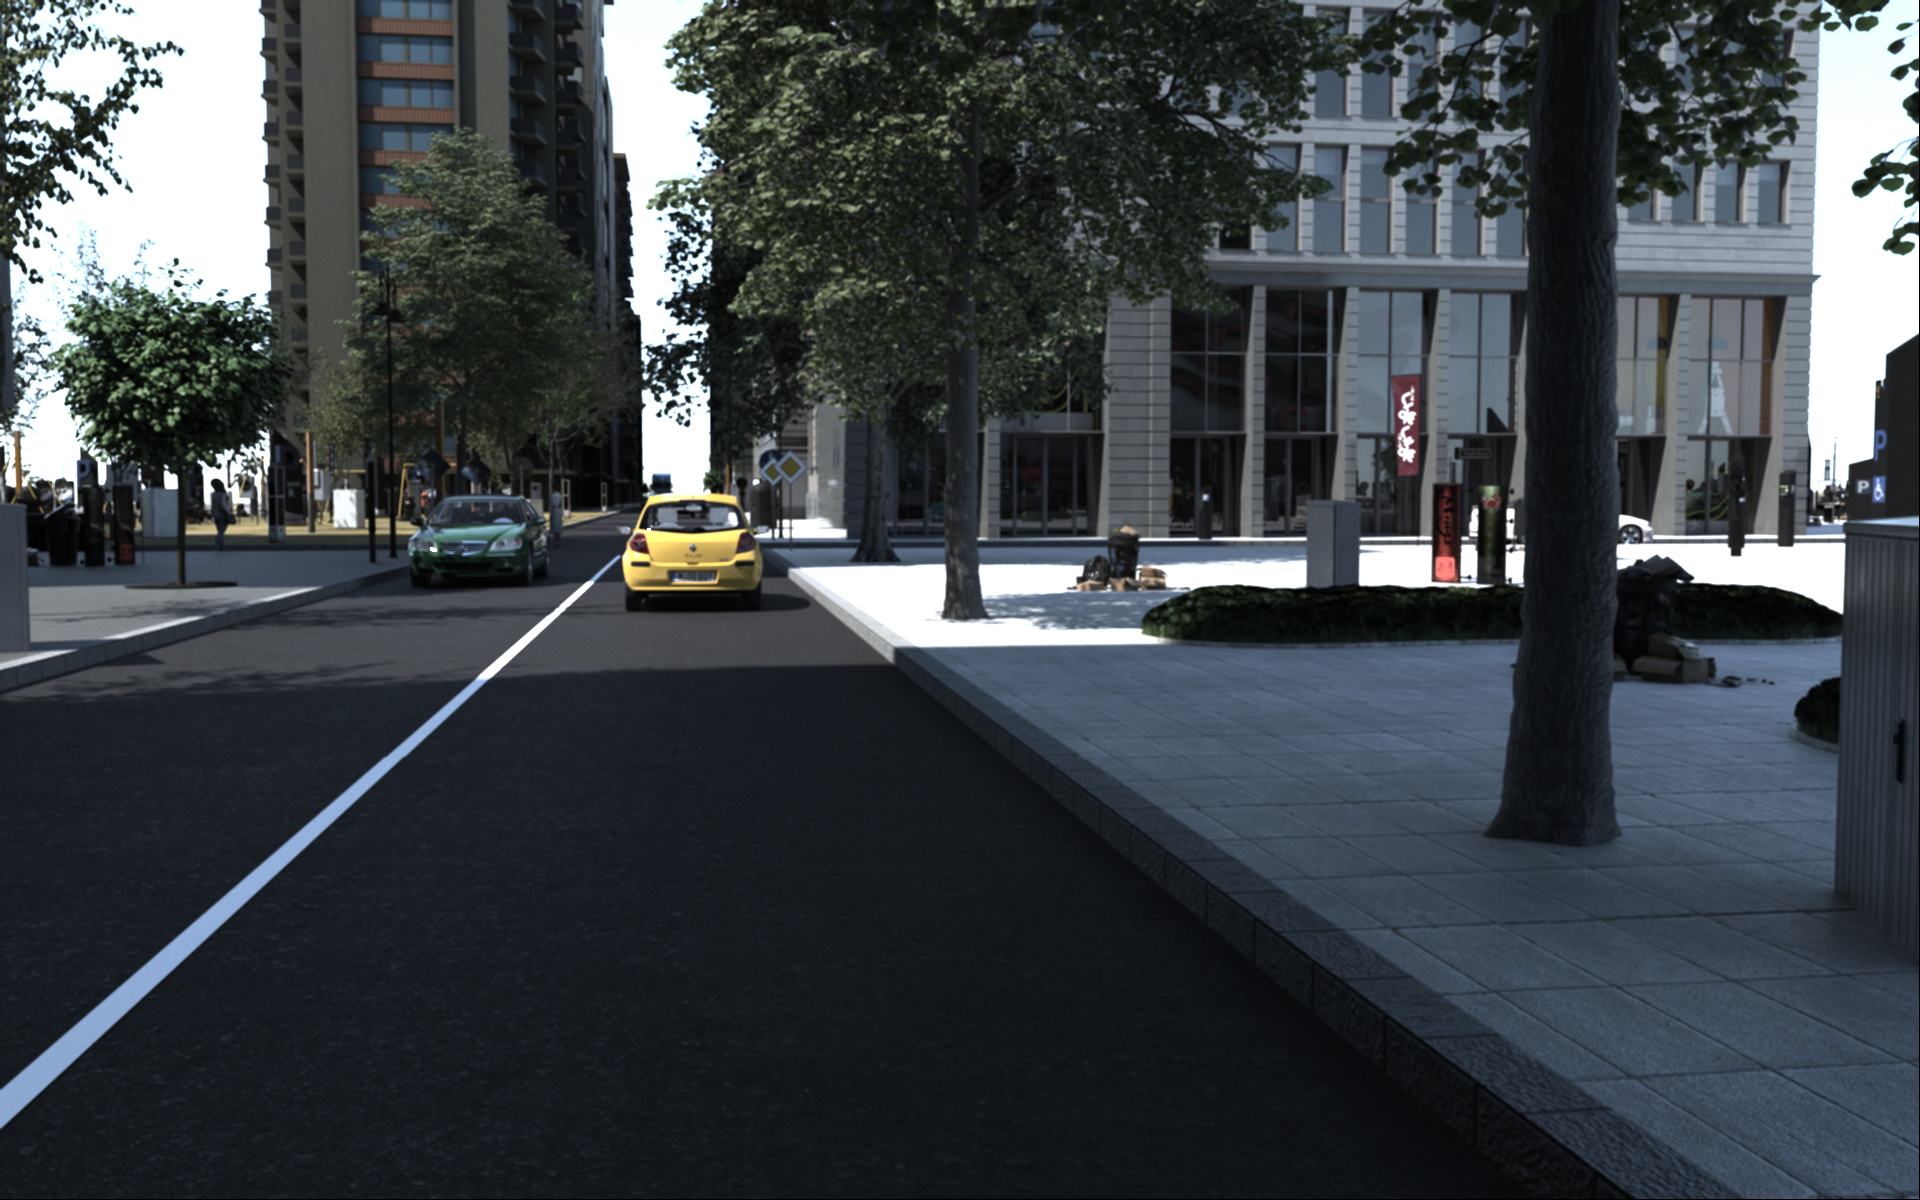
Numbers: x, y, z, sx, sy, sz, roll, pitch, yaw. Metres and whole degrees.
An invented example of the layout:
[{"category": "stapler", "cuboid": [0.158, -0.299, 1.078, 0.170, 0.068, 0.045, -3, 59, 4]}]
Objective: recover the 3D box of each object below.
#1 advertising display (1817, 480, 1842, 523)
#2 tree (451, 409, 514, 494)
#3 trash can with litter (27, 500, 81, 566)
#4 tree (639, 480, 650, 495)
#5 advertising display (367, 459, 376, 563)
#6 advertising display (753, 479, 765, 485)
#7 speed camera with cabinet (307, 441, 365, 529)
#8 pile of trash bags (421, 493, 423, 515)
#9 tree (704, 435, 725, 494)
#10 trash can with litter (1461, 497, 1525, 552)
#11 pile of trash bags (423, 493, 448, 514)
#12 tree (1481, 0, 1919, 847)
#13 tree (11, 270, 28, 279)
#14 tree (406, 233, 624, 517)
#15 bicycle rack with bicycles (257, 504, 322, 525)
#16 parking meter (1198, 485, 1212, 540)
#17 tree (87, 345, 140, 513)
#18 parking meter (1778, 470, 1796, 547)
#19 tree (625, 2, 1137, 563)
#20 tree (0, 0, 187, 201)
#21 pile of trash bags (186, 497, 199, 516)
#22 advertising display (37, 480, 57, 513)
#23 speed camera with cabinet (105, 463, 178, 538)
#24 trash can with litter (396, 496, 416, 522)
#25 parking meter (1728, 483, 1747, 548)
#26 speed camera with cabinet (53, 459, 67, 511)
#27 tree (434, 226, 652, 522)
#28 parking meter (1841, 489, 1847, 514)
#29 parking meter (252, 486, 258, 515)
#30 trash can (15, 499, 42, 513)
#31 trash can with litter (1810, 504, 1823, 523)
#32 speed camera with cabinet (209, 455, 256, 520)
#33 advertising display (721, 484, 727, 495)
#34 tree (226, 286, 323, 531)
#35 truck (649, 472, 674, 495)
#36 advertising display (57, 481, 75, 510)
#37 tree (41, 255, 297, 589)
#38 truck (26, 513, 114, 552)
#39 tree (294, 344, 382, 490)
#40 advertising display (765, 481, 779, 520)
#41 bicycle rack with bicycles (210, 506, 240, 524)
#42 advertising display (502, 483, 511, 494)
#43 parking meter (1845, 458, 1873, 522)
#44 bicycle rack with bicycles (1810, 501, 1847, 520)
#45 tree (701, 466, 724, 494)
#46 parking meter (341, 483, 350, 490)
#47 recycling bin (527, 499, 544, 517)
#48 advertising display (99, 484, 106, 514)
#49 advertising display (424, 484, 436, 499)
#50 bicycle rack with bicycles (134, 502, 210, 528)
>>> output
[{"category": "advertising display", "cuboid": [38.821, -4.414, 77.376, 0.974, 1.923, 0.123, 2, 4, 34]}, {"category": "tree", "cuboid": [-30.855, -9.952, 113.081, 4.737, 8.622, 4.395, 0, 3, 0]}, {"category": "trash can with litter", "cuboid": [-16.392, -1.206, 31.111, 1.055, 1.170, 0.624, -2, 4, -30]}, {"category": "tree", "cuboid": [-44.623, -15.375, 245.980, 1.663, 3.219, 1.824, 0, 3, 0]}, {"category": "advertising display", "cuboid": [-11.087, -1.678, 32.648, 0.123, 1.923, 0.974, -1, 4, -19]}, {"category": "advertising display", "cuboid": [-8.433, -4.093, 72.129, 0.123, 1.923, 0.974, -1, 4, -23]}, {"category": "speed camera with cabinet", "cuboid": [-23.254, -4.293, 64.520, 2.038, 3.252, 0.660, 1, 4, 11]}, {"category": "pile of trash bags", "cuboid": [-33.379, -5.987, 107.644, 1.912, 1.369, 3.447, -1, 4, -22]}, {"category": "tree", "cuboid": [-29.642, -16.083, 213.317, 4.360, 8.622, 3.978, 0, 3, 0]}, {"category": "trash can with litter", "cuboid": [12.344, -1.713, 39.064, 2.233, 1.210, 1.678, 0, 4, 8]}, {"category": "pile of trash bags", "cuboid": [-28.930, -5.523, 100.061, 1.912, 1.369, 3.447, 1, 4, 22]}, {"category": "tree", "cuboid": [2.178, -5.410, 6.586, 7.486, 12.596, 7.792, 0, 3, 0]}, {"category": "tree", "cuboid": [-28.128, -6.060, 49.441, 4.360, 8.622, 3.978, 0, 3, 0]}, {"category": "tree", "cuboid": [-17.856, -8.736, 68.594, 9.928, 11.665, 9.643, 0, 3, 0]}, {"category": "bicycle rack with bicycles", "cuboid": [-28.014, -3.642, 72.930, 2.852, 0.926, 2.925, 2, 4, 26]}, {"category": "parking meter", "cuboid": [6.885, -2.459, 48.609, 0.372, 1.533, 0.369, 0, 3, 0]}, {"category": "tree", "cuboid": [-38.705, -7.898, 79.498, 4.360, 8.622, 3.978, 0, 3, 0]}, {"category": "parking meter", "cuboid": [19.998, -2.213, 41.896, 0.399, 1.863, 0.255, -3, 5, -41]}, {"category": "tree", "cuboid": [-1.496, -7.071, 32.612, 9.611, 12.733, 9.660, 0, 3, 0]}, {"category": "tree", "cuboid": [-10.340, -4.129, 17.875, 4.737, 8.622, 4.395, 0, 3, 0]}, {"category": "pile of trash bags", "cuboid": [-42.955, -5.161, 94.130, 3.447, 1.369, 1.912, 0, 4, 8]}, {"category": "advertising display", "cuboid": [-42.700, -4.627, 80.866, 0.123, 1.923, 0.974, 1, 4, 9]}, {"category": "speed camera with cabinet", "cuboid": [-23.721, -3.429, 50.395, 0.660, 3.252, 2.038, 2, 4, 35]}, {"category": "trash can with litter", "cuboid": [-25.943, -4.253, 80.916, 1.055, 1.170, 0.624, 2, 4, 27]}, {"category": "parking meter", "cuboid": [18.466, -2.003, 41.162, 0.372, 1.533, 0.369, 0, 3, 0]}, {"category": "speed camera with cabinet", "cuboid": [-51.198, -6.364, 98.392, 0.660, 3.252, 2.038, -2, 4, -32]}, {"category": "tree", "cuboid": [-18.981, -10.366, 79.859, 12.009, 13.543, 11.850, 0, 3, 0]}, {"category": "parking meter", "cuboid": [47.250, -5.140, 92.442, 0.372, 1.533, 0.369, 0, 3, 0]}, {"category": "parking meter", "cuboid": [-43.205, -6.136, 106.034, 0.399, 1.863, 0.255, 0, 4, 3]}, {"category": "trash can", "cuboid": [-28.453, -2.525, 52.932, 0.748, 1.137, 0.748, 0, 3, 0]}, {"category": "trash can with litter", "cuboid": [35.876, -3.777, 73.137, 1.055, 1.170, 0.624, 2, 4, 30]}, {"category": "speed camera with cabinet", "cuboid": [-35.461, -5.506, 84.356, 2.038, 3.252, 0.660, 0, 4, -6]}, {"category": "advertising display", "cuboid": [-16.160, -6.995, 119.585, 0.123, 1.923, 0.974, -1, 4, -21]}, {"category": "tree", "cuboid": [-24.444, -6.738, 60.534, 4.360, 8.622, 3.978, 0, 3, 0]}, {"category": "truck", "cuboid": [-37.784, -14.118, 220.588, 2.967, 4.110, 18.799, -1, 4, -8]}, {"category": "advertising display", "cuboid": [-42.940, -4.767, 83.147, 0.974, 1.923, 0.123, 1, 4, 13]}, {"category": "tree", "cuboid": [-10.858, -2.457, 23.887, 4.285, 4.588, 4.351, 0, 3, 0]}, {"category": "truck", "cuboid": [-29.603, -3.068, 39.924, 18.799, 4.110, 2.967, -1, 4, -10]}, {"category": "tree", "cuboid": [-29.571, -8.138, 83.424, 4.737, 8.622, 4.395, 0, 3, 0]}, {"category": "advertising display", "cuboid": [-9.279, -4.896, 85.267, 0.974, 1.923, 0.123, -3, 4, -37]}, {"category": "bicycle rack with bicycles", "cuboid": [-31.932, -3.650, 73.059, 2.852, 0.926, 2.925, 3, 4, 38]}, {"category": "advertising display", "cuboid": [-27.249, -6.074, 104.528, 0.974, 1.923, 0.123, 2, 4, 30]}, {"category": "parking meter", "cuboid": [14.432, -1.350, 27.792, 0.399, 1.863, 0.255, 1, 4, 15]}, {"category": "bicycle rack with bicycles", "cuboid": [42.386, -4.400, 85.324, 2.852, 0.926, 2.925, -3, 5, -42]}, {"category": "tree", "cuboid": [-29.035, -13.514, 204.675, 4.285, 4.588, 4.351, 0, 3, 0]}, {"category": "parking meter", "cuboid": [-31.052, -5.002, 87.487, 0.255, 1.863, 0.399, 3, 5, 44]}, {"category": "recycling bin", "cuboid": [-20.887, -4.443, 85.193, 0.722, 1.027, 0.722, -1, 4, -20]}, {"category": "advertising display", "cuboid": [-55.722, -6.553, 112.352, 0.123, 1.923, 0.974, 1, 4, 9]}, {"category": "advertising display", "cuboid": [-35.393, -6.747, 115.533, 0.974, 1.923, 0.123, 0, 4, 1]}, {"category": "bicycle rack with bicycles", "cuboid": [-30.502, -3.208, 65.826, 2.852, 0.926, 2.925, -1, 4, -9]}]
